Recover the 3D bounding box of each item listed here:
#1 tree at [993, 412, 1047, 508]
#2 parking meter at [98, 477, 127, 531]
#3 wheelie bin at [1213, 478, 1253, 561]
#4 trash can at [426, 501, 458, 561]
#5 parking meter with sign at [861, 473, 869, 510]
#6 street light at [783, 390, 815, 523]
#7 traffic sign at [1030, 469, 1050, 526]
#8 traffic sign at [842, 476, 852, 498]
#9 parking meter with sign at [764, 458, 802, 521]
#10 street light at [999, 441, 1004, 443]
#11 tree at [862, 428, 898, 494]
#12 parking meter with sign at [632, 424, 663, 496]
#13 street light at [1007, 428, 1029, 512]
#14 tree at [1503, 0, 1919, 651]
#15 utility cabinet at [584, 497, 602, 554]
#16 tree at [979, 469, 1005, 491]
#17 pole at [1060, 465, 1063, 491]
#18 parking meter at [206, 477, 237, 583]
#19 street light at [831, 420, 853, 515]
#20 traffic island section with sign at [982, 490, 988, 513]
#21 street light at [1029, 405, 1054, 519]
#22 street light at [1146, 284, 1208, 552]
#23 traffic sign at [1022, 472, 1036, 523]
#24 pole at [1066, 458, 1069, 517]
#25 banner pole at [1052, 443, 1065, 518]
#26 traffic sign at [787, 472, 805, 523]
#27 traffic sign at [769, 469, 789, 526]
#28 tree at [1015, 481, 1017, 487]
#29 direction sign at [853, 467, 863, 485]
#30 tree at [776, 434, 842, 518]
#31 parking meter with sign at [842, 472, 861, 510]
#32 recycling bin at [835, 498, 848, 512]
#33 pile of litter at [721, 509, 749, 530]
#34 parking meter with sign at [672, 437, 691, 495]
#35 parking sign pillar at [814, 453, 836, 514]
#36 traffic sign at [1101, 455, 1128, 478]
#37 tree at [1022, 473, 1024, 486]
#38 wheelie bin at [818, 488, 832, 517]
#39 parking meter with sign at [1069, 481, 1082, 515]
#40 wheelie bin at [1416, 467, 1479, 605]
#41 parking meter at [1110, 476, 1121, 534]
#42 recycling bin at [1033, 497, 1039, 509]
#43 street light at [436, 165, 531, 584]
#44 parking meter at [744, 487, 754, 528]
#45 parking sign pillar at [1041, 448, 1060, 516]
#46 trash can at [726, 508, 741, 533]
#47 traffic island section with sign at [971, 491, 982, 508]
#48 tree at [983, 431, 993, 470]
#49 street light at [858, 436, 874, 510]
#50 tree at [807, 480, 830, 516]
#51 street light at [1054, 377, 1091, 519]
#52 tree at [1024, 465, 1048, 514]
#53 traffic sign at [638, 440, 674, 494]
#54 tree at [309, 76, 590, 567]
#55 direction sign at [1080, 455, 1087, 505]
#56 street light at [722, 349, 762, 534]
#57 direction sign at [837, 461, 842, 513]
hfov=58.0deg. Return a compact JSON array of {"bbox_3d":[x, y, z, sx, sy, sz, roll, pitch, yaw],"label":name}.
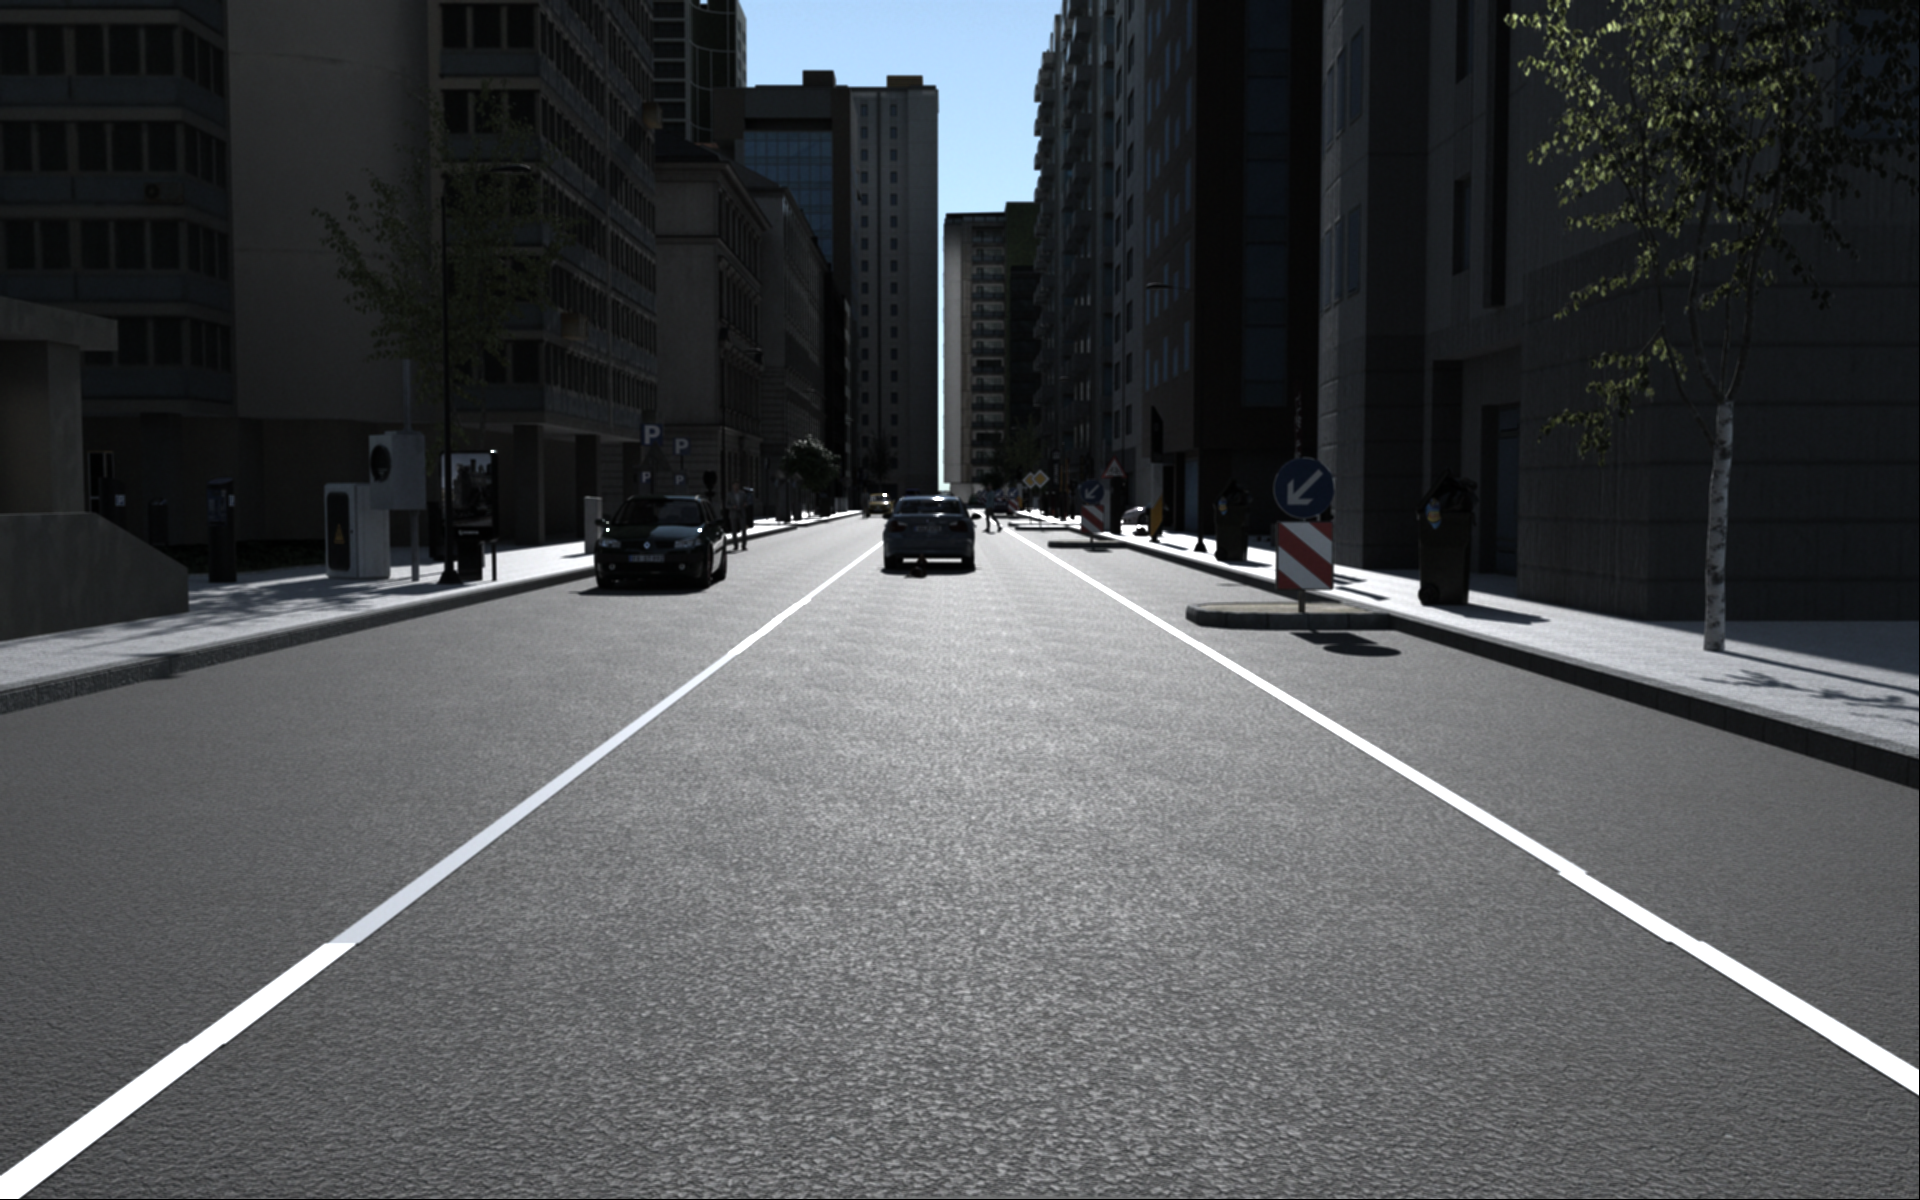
[{"bbox_3d":[5.835,-12.547,155.507,4.737,8.622,4.395,0,3,0],"label":"tree"},{"bbox_3d":[-12.650,-1.069,25.884,0.372,1.533,0.369,0,3,0],"label":"parking meter"},{"bbox_3d":[5.281,-1.563,33.463,0.693,1.594,0.980,1,4,19],"label":"wheelie bin"},{"bbox_3d":[-9.903,-1.325,33.312,0.748,1.137,0.748,0,3,0],"label":"trash can"},{"bbox_3d":[-8.319,-8.863,141.163,1.738,3.016,0.543,-3,4,-38],"label":"parking meter with sign"},{"bbox_3d":[-7.170,-6.406,77.275,1.470,5.913,1.316,0,4,0],"label":"street light"},{"bbox_3d":[3.205,-4.015,69.286,0.795,2.450,0.064,0,4,0],"label":"traffic sign"},{"bbox_3d":[-8.070,-7.550,123.554,0.768,2.556,0.104,0,4,4],"label":"traffic sign"},{"bbox_3d":[-8.467,-5.313,83.129,1.738,3.016,0.543,-2,4,-25],"label":"parking meter with sign"},{"bbox_3d":[4.137,-10.992,152.261,1.470,5.913,1.316,0,4,0],"label":"street light"},{"bbox_3d":[-9.132,-15.217,199.154,4.360,8.622,3.978,0,3,0],"label":"tree"},{"bbox_3d":[-7.962,-2.902,43.712,0.543,3.016,1.738,-1,4,-23],"label":"parking meter with sign"},{"bbox_3d":[4.263,-9.115,121.574,1.470,5.913,1.316,0,4,0],"label":"street light"},{"bbox_3d":[6.320,-3.901,14.147,4.360,8.622,3.978,0,3,0],"label":"tree"},{"bbox_3d":[-7.944,-1.615,37.572,0.306,1.237,1.020,0,4,-6],"label":"utility cabinet"},{"bbox_3d":[4.112,-14.682,223.767,4.285,4.588,4.351,0,3,0],"label":"tree"},{"bbox_3d":[7.087,-7.767,120.828,0.158,3.312,0.155,0,3,0],"label":"pole"},{"bbox_3d":[-10.729,-1.024,25.159,0.372,1.533,0.369,0,3,0],"label":"parking meter"},{"bbox_3d":[-7.344,-8.283,107.961,1.470,5.913,1.316,0,4,0],"label":"street light"},{"bbox_3d":[2.807,-7.371,129.137,1.989,1.847,2.006,0,4,0],"label":"traffic island section with sign"},{"bbox_3d":[4.506,-7.207,90.375,1.470,5.913,1.316,0,4,0],"label":"street light"},{"bbox_3d":[4.811,-4.027,38.388,1.470,5.913,1.316,0,4,0],"label":"street light"},{"bbox_3d":[3.147,-4.503,77.270,0.795,2.450,0.064,0,4,0],"label":"traffic sign"},{"bbox_3d":[6.103,-6.388,98.290,0.158,3.312,0.155,0,3,0],"label":"pole"},{"bbox_3d":[4.898,-5.849,85.650,0.863,3.779,0.401,2,4,29],"label":"banner pole"},{"bbox_3d":[-7.297,-4.500,77.216,0.795,2.450,0.064,0,4,0],"label":"traffic sign"},{"bbox_3d":[-7.239,-4.012,69.231,0.795,2.450,0.064,0,4,0],"label":"traffic sign"},{"bbox_3d":[5.353,-9.024,142.142,1.663,3.219,1.824,0,3,0],"label":"tree"},{"bbox_3d":[-8.607,-9.456,146.607,0.876,3.537,0.379,-1,4,-13],"label":"direction sign"},{"bbox_3d":[-8.075,-6.611,91.808,4.285,4.588,4.351,0,3,0],"label":"tree"},{"bbox_3d":[-8.852,-8.526,135.660,1.738,3.016,0.543,0,4,7],"label":"parking meter with sign"},{"bbox_3d":[-8.339,-6.736,122.681,0.722,1.027,0.722,0,4,7],"label":"recycling bin"},{"bbox_3d":[-8.191,-2.973,62.571,1.176,0.858,1.719,1,4,8],"label":"pile of litter"},{"bbox_3d":[-8.501,-3.443,52.560,0.543,3.016,1.738,0,4,-4],"label":"parking meter with sign"},{"bbox_3d":[-8.724,-7.546,111.852,1.447,3.967,1.447,2,4,33],"label":"parking sign pillar"},{"bbox_3d":[5.116,-3.515,57.478,0.884,2.594,0.081,0,4,0],"label":"traffic sign"},{"bbox_3d":[5.816,-8.716,137.115,1.663,3.219,1.824,0,3,0],"label":"tree"},{"bbox_3d":[-7.616,-5.479,97.496,0.693,1.594,0.980,-1,4,-17],"label":"wheelie bin"},{"bbox_3d":[7.012,-6.605,104.248,0.543,3.016,1.738,-2,4,-32],"label":"parking meter with sign"},{"bbox_3d":[5.695,-0.755,20.245,0.693,1.594,0.980,1,4,18],"label":"wheelie bin"},{"bbox_3d":[5.020,-3.066,55.845,0.255,1.863,0.399,-1,4,-17],"label":"parking meter"},{"bbox_3d":[6.857,-8.494,151.428,0.722,1.027,0.722,-2,4,-34],"label":"recycling bin"},{"bbox_3d":[-6.750,-3.183,24.580,1.470,5.913,1.316,0,4,0],"label":"street light"},{"bbox_3d":[-7.975,-3.483,65.355,0.372,1.533,0.369,0,3,0],"label":"parking meter"},{"bbox_3d":[5.537,-6.966,102.373,1.447,3.967,1.447,-1,4,-11],"label":"parking sign pillar"},{"bbox_3d":[-7.565,-2.830,57.927,0.748,1.137,0.748,0,3,0],"label":"trash can"},{"bbox_3d":[2.446,-10.456,179.581,1.989,1.847,2.006,0,4,0],"label":"traffic island section with sign"},{"bbox_3d":[4.428,-14.379,185.456,4.737,8.622,4.395,0,3,0],"label":"tree"},{"bbox_3d":[-7.538,-10.159,138.648,1.470,5.913,1.316,0,4,0],"label":"street light"},{"bbox_3d":[-8.173,-6.414,99.468,1.663,3.219,1.824,0,3,0],"label":"tree"},{"bbox_3d":[4.649,-5.904,69.075,1.470,5.913,1.316,0,4,0],"label":"street light"},{"bbox_3d":[5.329,-7.266,113.405,1.663,3.219,1.824,0,3,0],"label":"tree"},{"bbox_3d":[-7.352,-2.559,41.836,0.884,2.594,0.081,0,4,5],"label":"traffic sign"},{"bbox_3d":[-8.645,-4.876,30.092,4.737,8.622,4.395,0,3,0],"label":"tree"},{"bbox_3d":[7.272,-6.680,101.219,0.379,3.537,0.876,-2,4,-32],"label":"direction sign"},{"bbox_3d":[-7.051,-5.079,55.582,1.470,5.913,1.316,0,4,0],"label":"street light"},{"bbox_3d":[-8.173,-7.682,117.597,0.379,3.537,0.876,1,4,12],"label":"direction sign"}]
